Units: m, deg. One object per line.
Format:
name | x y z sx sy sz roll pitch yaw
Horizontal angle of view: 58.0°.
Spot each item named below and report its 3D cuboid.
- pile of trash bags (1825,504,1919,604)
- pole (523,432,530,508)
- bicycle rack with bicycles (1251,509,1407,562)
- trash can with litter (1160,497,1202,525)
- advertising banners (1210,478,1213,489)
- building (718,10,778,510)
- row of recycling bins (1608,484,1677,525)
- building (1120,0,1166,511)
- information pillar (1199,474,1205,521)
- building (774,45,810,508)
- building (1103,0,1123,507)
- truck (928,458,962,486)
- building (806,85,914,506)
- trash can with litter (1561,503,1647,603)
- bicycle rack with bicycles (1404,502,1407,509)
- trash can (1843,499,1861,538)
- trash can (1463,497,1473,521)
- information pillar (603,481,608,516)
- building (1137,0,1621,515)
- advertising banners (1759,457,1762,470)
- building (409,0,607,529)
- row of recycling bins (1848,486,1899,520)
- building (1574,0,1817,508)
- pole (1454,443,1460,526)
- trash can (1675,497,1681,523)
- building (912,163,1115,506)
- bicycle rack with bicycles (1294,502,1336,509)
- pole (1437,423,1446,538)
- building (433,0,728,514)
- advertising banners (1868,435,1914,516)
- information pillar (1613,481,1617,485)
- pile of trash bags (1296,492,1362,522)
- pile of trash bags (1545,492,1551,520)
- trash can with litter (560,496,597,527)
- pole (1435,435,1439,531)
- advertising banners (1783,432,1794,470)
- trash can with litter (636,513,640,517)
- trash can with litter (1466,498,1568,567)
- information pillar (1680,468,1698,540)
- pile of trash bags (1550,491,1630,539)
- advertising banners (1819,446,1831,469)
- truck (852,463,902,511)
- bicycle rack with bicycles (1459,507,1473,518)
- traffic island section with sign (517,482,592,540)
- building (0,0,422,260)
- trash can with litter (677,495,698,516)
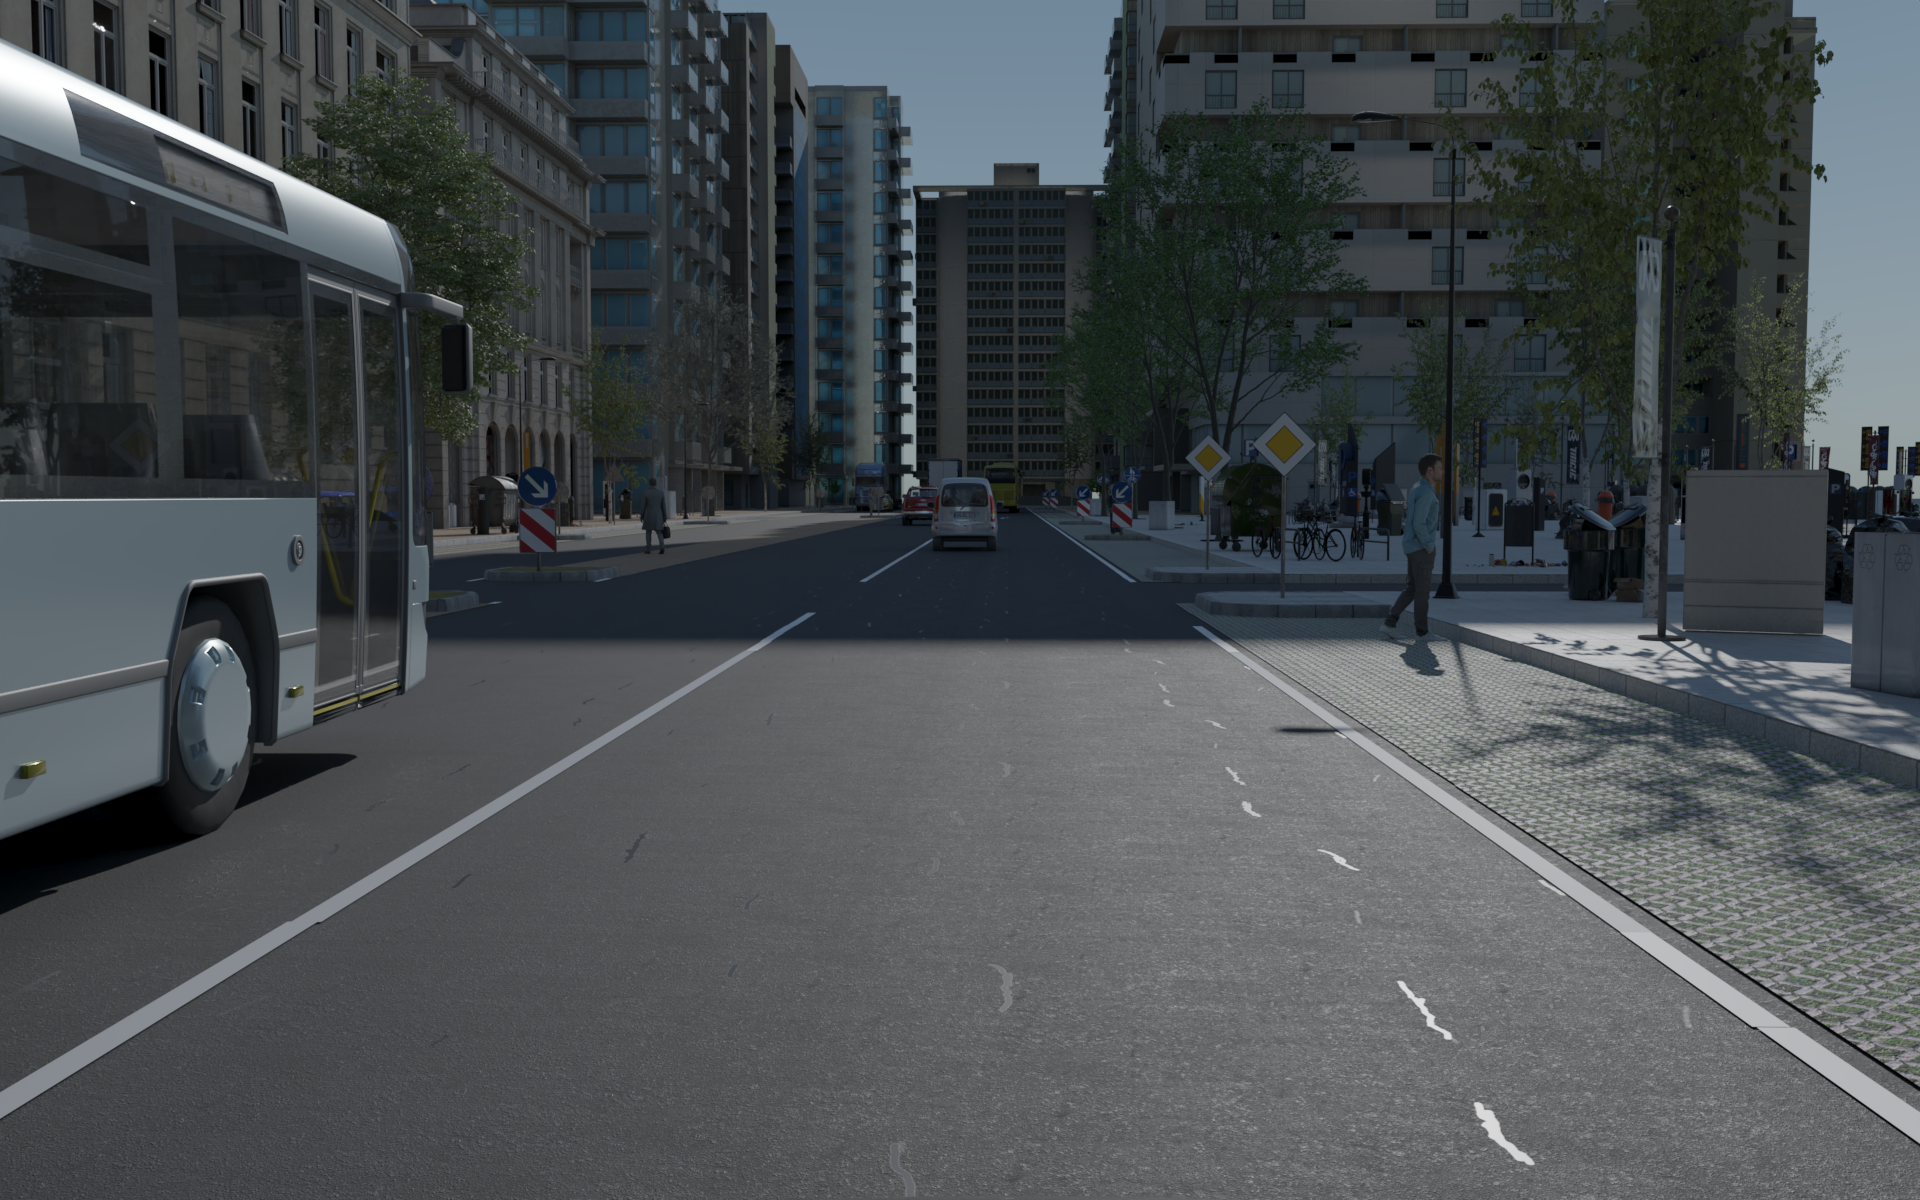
pile of trash bags | 11.877 -0.669 20.698 3.447 1.369 1.912 0 4 3
pole | -14.327 -3.881 57.301 0.158 3.312 0.155 0 3 0
bicycle rack with bicycles | 7.171 -1.260 33.978 2.852 0.926 2.925 0 4 -5
trash can with litter | 8.875 -3.674 71.135 2.233 1.210 1.678 0 4 -3
advertising banners | 14.845 -6.329 99.662 0.090 3.025 2.074 3 5 42
building | -23.038 -28.096 142.965 14.154 41.232 14.086 0 4 2
row of recycling bins | 29.123 -4.100 74.145 1.069 1.692 3.534 -2 4 -24
building | 19.839 -27.836 138.721 14.154 41.232 14.086 0 4 2
information pillar | 11.405 -5.522 81.643 0.183 3.616 0.504 2 4 26
building | -22.790 -31.853 170.915 14.200 45.320 14.600 0 4 2
building | 24.810 -33.087 160.585 23.786 49.044 30.456 0 4 2
truck | -1.125 -9.338 141.583 2.839 4.237 11.283 0 4 2
building | -20.701 -35.677 202.927 30.456 49.044 23.786 0 4 2
trash can with litter | 7.831 -0.580 20.862 1.055 1.170 0.624 3 5 39
bicycle rack with bicycles | 19.630 -3.856 76.431 2.925 0.926 2.852 -1 4 -14
trash can | 25.762 -2.367 50.362 0.748 1.137 0.748 0 3 0
trash can | 24.650 -4.398 83.567 0.748 1.137 0.748 0 3 0
information pillar | -20.197 -5.784 99.054 0.304 2.012 0.304 -3 5 -43
building | 26.314 -32.292 117.217 28.713 52.752 27.495 0 4 2
advertising banners | 37.863 -5.230 81.698 0.090 3.025 2.074 1 4 18
building | -24.499 -14.237 74.576 13.314 21.916 24.055 0 4 2
row of recycling bins | 48.098 -5.225 92.544 3.534 1.692 1.069 1 4 17
building | 68.200 -33.095 164.806 21.600 48.544 21.300 0 4 2
pole | 19.898 -4.623 69.423 0.158 3.312 0.155 0 3 0
trash can | 31.916 -4.037 77.652 0.748 1.137 0.748 0 3 0
building | 6.609 -31.445 205.999 23.993 40.220 32.217 0 4 2
bicycle rack with bicycles | 15.067 -3.694 73.784 2.925 0.926 2.852 -3 5 -42
pole | 13.986 -3.438 50.053 0.158 3.312 0.155 0 3 0
building | -28.436 -30.644 120.635 23.786 49.044 30.456 0 4 2
advertising banners | 27.087 -3.320 50.465 0.090 3.025 2.074 0 4 -7
information pillar | 36.109 -5.582 95.749 0.304 2.012 0.304 3 4 38
pile of trash bags | 17.258 -4.325 80.460 1.912 1.369 3.447 -3 4 -36
pile of trash bags | 29.436 -4.631 85.461 1.912 1.369 3.447 0 4 7
trash can with litter | -15.415 -3.537 68.891 1.678 1.210 2.233 -1 4 -20
pole | 16.638 -4.065 60.303 0.158 3.312 0.155 0 3 0
advertising banners | 23.325 -3.195 48.433 0.090 3.025 2.074 1 4 9
trash can with litter | -17.166 -5.150 95.253 1.678 1.210 2.233 -3 5 -42
trash can with litter | 10.257 -1.198 30.650 2.233 1.210 1.678 2 4 34
information pillar | 20.370 -2.686 48.402 0.304 2.012 0.304 -2 4 -30
pile of trash bags | 17.789 -2.360 48.333 1.912 1.369 3.447 1 4 11
advertising banners | 31.603 -4.184 64.590 0.090 3.025 2.074 -1 4 -18
truck | -7.164 -10.041 153.926 2.967 4.110 18.799 0 4 3
bicycle rack with bicycles | 22.270 -4.242 82.742 2.852 0.926 2.925 -2 4 -30
traffic island section with sign | -12.680 -2.800 54.415 1.989 1.847 2.006 0 4 2
building | -26.929 -13.083 47.183 16.112 22.955 30.059 0 4 2
trash can with litter | -16.353 -5.651 103.458 1.678 1.210 2.233 -1 4 -9
